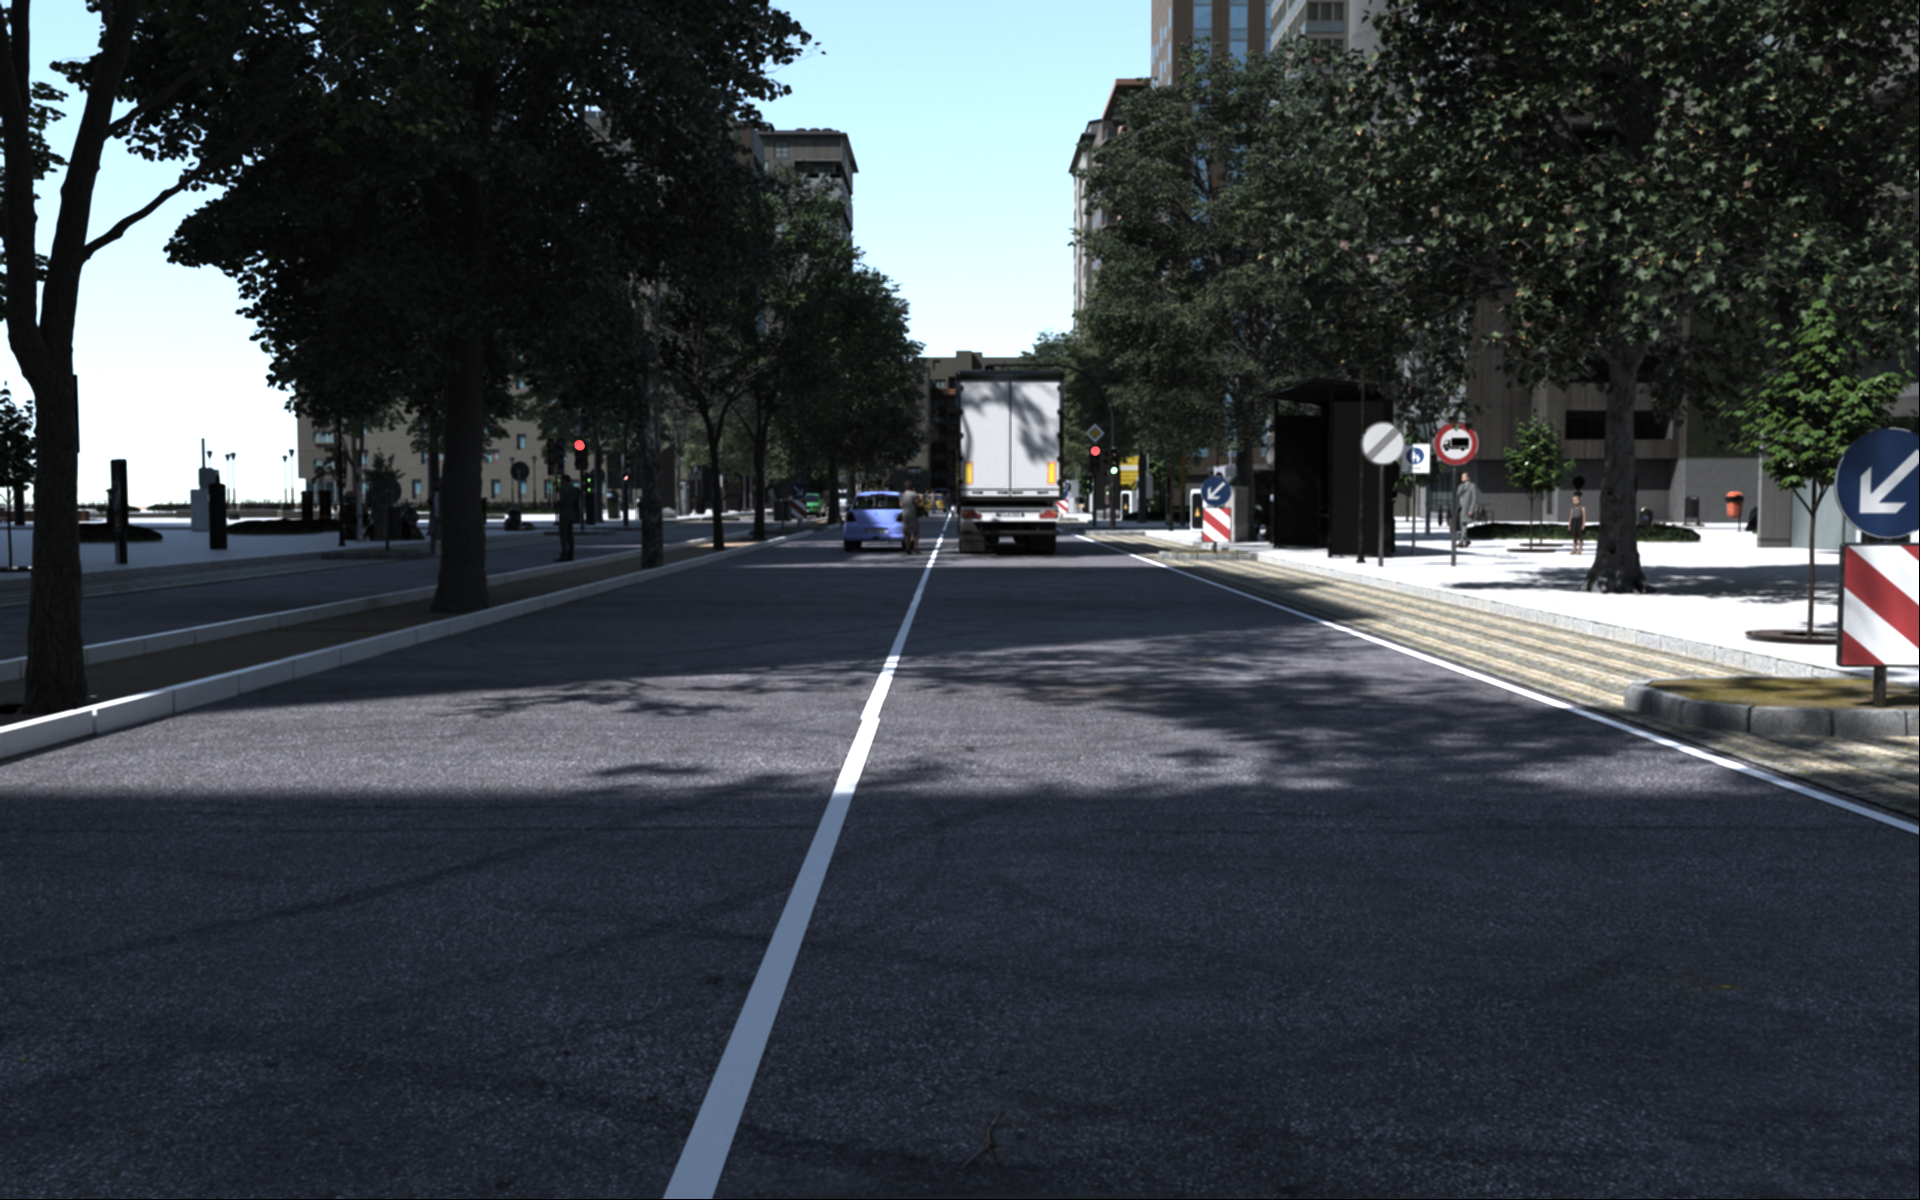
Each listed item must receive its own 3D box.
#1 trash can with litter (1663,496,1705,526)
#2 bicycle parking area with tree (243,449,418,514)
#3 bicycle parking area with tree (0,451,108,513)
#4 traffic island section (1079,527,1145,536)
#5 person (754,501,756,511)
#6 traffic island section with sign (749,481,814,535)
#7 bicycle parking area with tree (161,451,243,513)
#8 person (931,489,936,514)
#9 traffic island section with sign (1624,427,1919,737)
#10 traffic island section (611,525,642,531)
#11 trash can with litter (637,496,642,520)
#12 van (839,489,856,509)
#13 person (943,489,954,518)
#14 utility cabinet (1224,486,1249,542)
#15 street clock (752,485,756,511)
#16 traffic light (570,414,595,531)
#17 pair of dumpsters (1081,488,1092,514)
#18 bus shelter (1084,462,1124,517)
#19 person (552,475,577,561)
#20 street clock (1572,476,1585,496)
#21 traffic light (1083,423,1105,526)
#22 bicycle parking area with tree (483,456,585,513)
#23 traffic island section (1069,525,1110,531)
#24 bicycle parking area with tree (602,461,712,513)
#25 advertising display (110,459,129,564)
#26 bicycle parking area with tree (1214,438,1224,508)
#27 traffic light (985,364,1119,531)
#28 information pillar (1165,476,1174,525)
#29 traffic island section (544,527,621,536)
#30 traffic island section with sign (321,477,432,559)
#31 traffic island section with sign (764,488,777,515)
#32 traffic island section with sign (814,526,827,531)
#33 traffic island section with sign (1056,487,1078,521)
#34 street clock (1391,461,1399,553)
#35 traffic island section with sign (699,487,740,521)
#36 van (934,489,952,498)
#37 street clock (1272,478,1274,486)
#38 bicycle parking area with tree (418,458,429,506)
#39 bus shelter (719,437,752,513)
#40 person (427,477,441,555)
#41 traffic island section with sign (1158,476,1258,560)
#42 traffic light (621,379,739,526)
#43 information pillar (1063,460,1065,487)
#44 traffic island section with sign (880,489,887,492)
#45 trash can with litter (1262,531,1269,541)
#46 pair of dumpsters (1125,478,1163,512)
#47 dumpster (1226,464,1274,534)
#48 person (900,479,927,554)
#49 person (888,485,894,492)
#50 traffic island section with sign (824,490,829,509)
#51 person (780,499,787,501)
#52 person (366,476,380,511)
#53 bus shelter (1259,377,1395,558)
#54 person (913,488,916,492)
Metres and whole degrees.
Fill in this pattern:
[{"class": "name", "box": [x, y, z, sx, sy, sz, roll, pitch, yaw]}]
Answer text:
[{"class": "trash can with litter", "box": [28.845, -3.562, 69.289, 2.233, 1.210, 1.678, 0, 4, 5]}, {"class": "bicycle parking area with tree", "box": [-41.091, -7.693, 112.790, 8.231, 4.147, 9.016, -3, 4, -36]}, {"class": "bicycle parking area with tree", "box": [-58.792, -7.680, 112.563, 9.016, 4.147, 8.231, 1, 4, 10]}, {"class": "traffic island section", "box": [5.374, -2.356, 60.805, 2.009, 0.180, 2.903, 0, 3, 0]}, {"class": "person", "box": [-13.060, -6.339, 112.237, 0.694, 1.812, 0.767, 2, 4, 32]}, {"class": "traffic island section with sign", "box": [-6.319, -3.235, 61.030, 2.006, 1.907, 1.989, 0, 3, 0]}, {"class": "bicycle parking area with tree", "box": [-50.133, -7.973, 117.355, 9.016, 4.147, 8.231, 0, 4, 7]}, {"class": "person", "box": [-1.912, -7.231, 126.741, 0.388, 1.821, 0.555, -1, 4, -10]}, {"class": "traffic island section with sign", "box": [5.435, -0.151, 11.103, 1.989, 1.847, 2.006, 0, 3, 0]}, {"class": "traffic island section", "box": [-13.277, -2.844, 68.773, 2.009, 0.180, 2.903, 0, 3, 0]}, {"class": "trash can with litter", "box": [-15.491, -4.560, 85.940, 1.055, 1.170, 0.624, 0, 4, 2]}, {"class": "van", "box": [-9.394, -8.201, 141.099, 2.013, 2.044, 4.112, 0, 4, 0]}, {"class": "person", "box": [-0.694, -5.811, 104.348, 0.643, 1.720, 0.563, 2, 4, 34]}, {"class": "utility cabinet", "box": [7.358, -2.285, 46.037, 0.318, 1.500, 1.173, 2, 4, 27]}, {"class": "street clock", "box": [-15.959, -7.932, 134.252, 0.471, 2.002, 0.358, 1, 4, 19]}, {"class": "traffic light", "box": [-13.228, -4.387, 60.654, 0.839, 4.253, 0.868, 0, 3, 0]}, {"class": "pair of dumpsters", "box": [8.967, -6.874, 114.878, 1.574, 2.255, 4.437, 0, 3, 0]}, {"class": "bus shelter", "box": [7.934, -6.138, 94.282, 2.014, 3.302, 5.546, 0, 3, 0]}, {"class": "person", "box": [-8.490, -1.757, 37.027, 0.447, 1.846, 0.655, 1, 4, 15]}, {"class": "street clock", "box": [24.964, -3.999, 69.959, 0.471, 2.002, 0.358, 1, 4, 8]}, {"class": "traffic light", "box": [5.324, -4.878, 68.676, 0.839, 4.253, 0.868, 0, 3, 0]}, {"class": "bicycle parking area with tree", "box": [-33.638, -8.995, 134.063, 9.016, 4.147, 8.231, -1, 4, -19]}, {"class": "traffic island section", "box": [5.365, -2.845, 68.790, 2.009, 0.180, 2.903, 0, 3, 0]}, {"class": "bicycle parking area with tree", "box": [-22.976, -8.812, 131.078, 8.231, 4.147, 9.016, -1, 4, -9]}, {"class": "advertising display", "box": [-15.545, -1.641, 32.051, 0.123, 1.923, 0.974, -2, 4, -35]}, {"class": "bicycle parking area with tree", "box": [15.886, -6.235, 88.950, 8.231, 4.147, 9.016, 1, 4, 20]}, {"class": "traffic light", "box": [3.242, -5.253, 60.547, 4.771, 5.953, 1.251, 0, 3, 0]}, {"class": "information pillar", "box": [8.605, -4.077, 71.148, 0.304, 2.012, 0.304, 0, 4, 4]}, {"class": "traffic island section", "box": [-13.268, -2.355, 60.788, 2.009, 0.180, 2.903, 0, 3, 0]}, {"class": "traffic island section with sign", "box": [-12.916, -1.835, 38.630, 1.989, 1.847, 2.006, 0, 3, 0]}, {"class": "traffic island section with sign", "box": [-13.018, -6.852, 120.661, 1.989, 1.847, 2.006, 0, 3, 0]}, {"class": "traffic island section with sign", "box": [-6.318, -3.688, 68.437, 2.006, 1.907, 1.989, 0, 3, 0]}, {"class": "traffic island section with sign", "box": [5.346, -5.184, 93.388, 1.989, 1.847, 2.006, 0, 3, 0]}, {"class": "street clock", "box": [9.443, -2.044, 37.994, 0.358, 2.002, 0.471, 2, 4, 32]}, {"class": "traffic island section with sign", "box": [-12.977, -5.204, 93.706, 1.989, 1.847, 2.006, 0, 3, 0]}, {"class": "van", "box": [-2.039, -11.903, 198.995, 2.240, 2.365, 5.245, 0, 4, 0]}, {"class": "street clock", "box": [12.883, -4.013, 70.189, 0.471, 2.002, 0.358, 2, 4, 35]}, {"class": "bicycle parking area with tree", "box": [-43.667, -9.190, 137.253, 9.016, 4.147, 8.231, 2, 4, 29]}, {"class": "bus shelter", "box": [-16.136, -8.886, 122.913, 2.179, 5.291, 8.768, 0, 3, 0]}, {"class": "person", "box": [-12.032, -1.935, 40.128, 0.794, 1.824, 0.713, 3, 4, 38]}, {"class": "traffic island section with sign", "box": [5.405, -1.800, 38.058, 1.989, 1.847, 2.006, 0, 3, 0]}, {"class": "traffic light", "box": [-11.145, -5.750, 68.676, 4.771, 5.953, 1.251, 0, 3, 0]}, {"class": "information pillar", "box": [7.096, -7.886, 120.288, 0.504, 3.616, 0.183, 3, 5, 44]}, {"class": "traffic island section with sign", "box": [-6.412, -8.284, 143.576, 2.006, 1.907, 1.989, 0, 3, 0]}, {"class": "trash can with litter", "box": [8.802, -2.217, 47.635, 1.055, 1.170, 0.624, 3, 5, 40]}, {"class": "pair of dumpsters", "box": [9.403, -5.260, 88.492, 1.574, 2.255, 4.437, 0, 3, 0]}, {"class": "dumpster", "box": [9.013, -3.167, 54.272, 1.502, 2.255, 1.985, 0, 3, 0]}, {"class": "person", "box": [-1.069, -1.989, 41.384, 0.716, 1.782, 0.532, 2, 4, 33]}, {"class": "person", "box": [-2.981, -4.045, 74.812, 0.419, 1.800, 0.721, -1, 4, -18]}, {"class": "traffic island section with sign", "box": [-13.064, -9.905, 170.572, 1.989, 1.847, 2.006, 0, 3, 0]}, {"class": "person", "box": [-10.978, -6.144, 108.834, 0.818, 1.842, 0.514, -1, 4, -12]}, {"class": "person", "box": [-17.594, -2.812, 52.117, 0.850, 1.850, 0.679, -1, 4, -18]}, {"class": "bus shelter", "box": [7.951, -2.856, 37.981, 1.731, 3.624, 6.357, 0, 4, 0]}, {"class": "person", "box": [-3.103, -6.636, 117.096, 0.616, 1.811, 0.778, 3, 5, 43]}]
